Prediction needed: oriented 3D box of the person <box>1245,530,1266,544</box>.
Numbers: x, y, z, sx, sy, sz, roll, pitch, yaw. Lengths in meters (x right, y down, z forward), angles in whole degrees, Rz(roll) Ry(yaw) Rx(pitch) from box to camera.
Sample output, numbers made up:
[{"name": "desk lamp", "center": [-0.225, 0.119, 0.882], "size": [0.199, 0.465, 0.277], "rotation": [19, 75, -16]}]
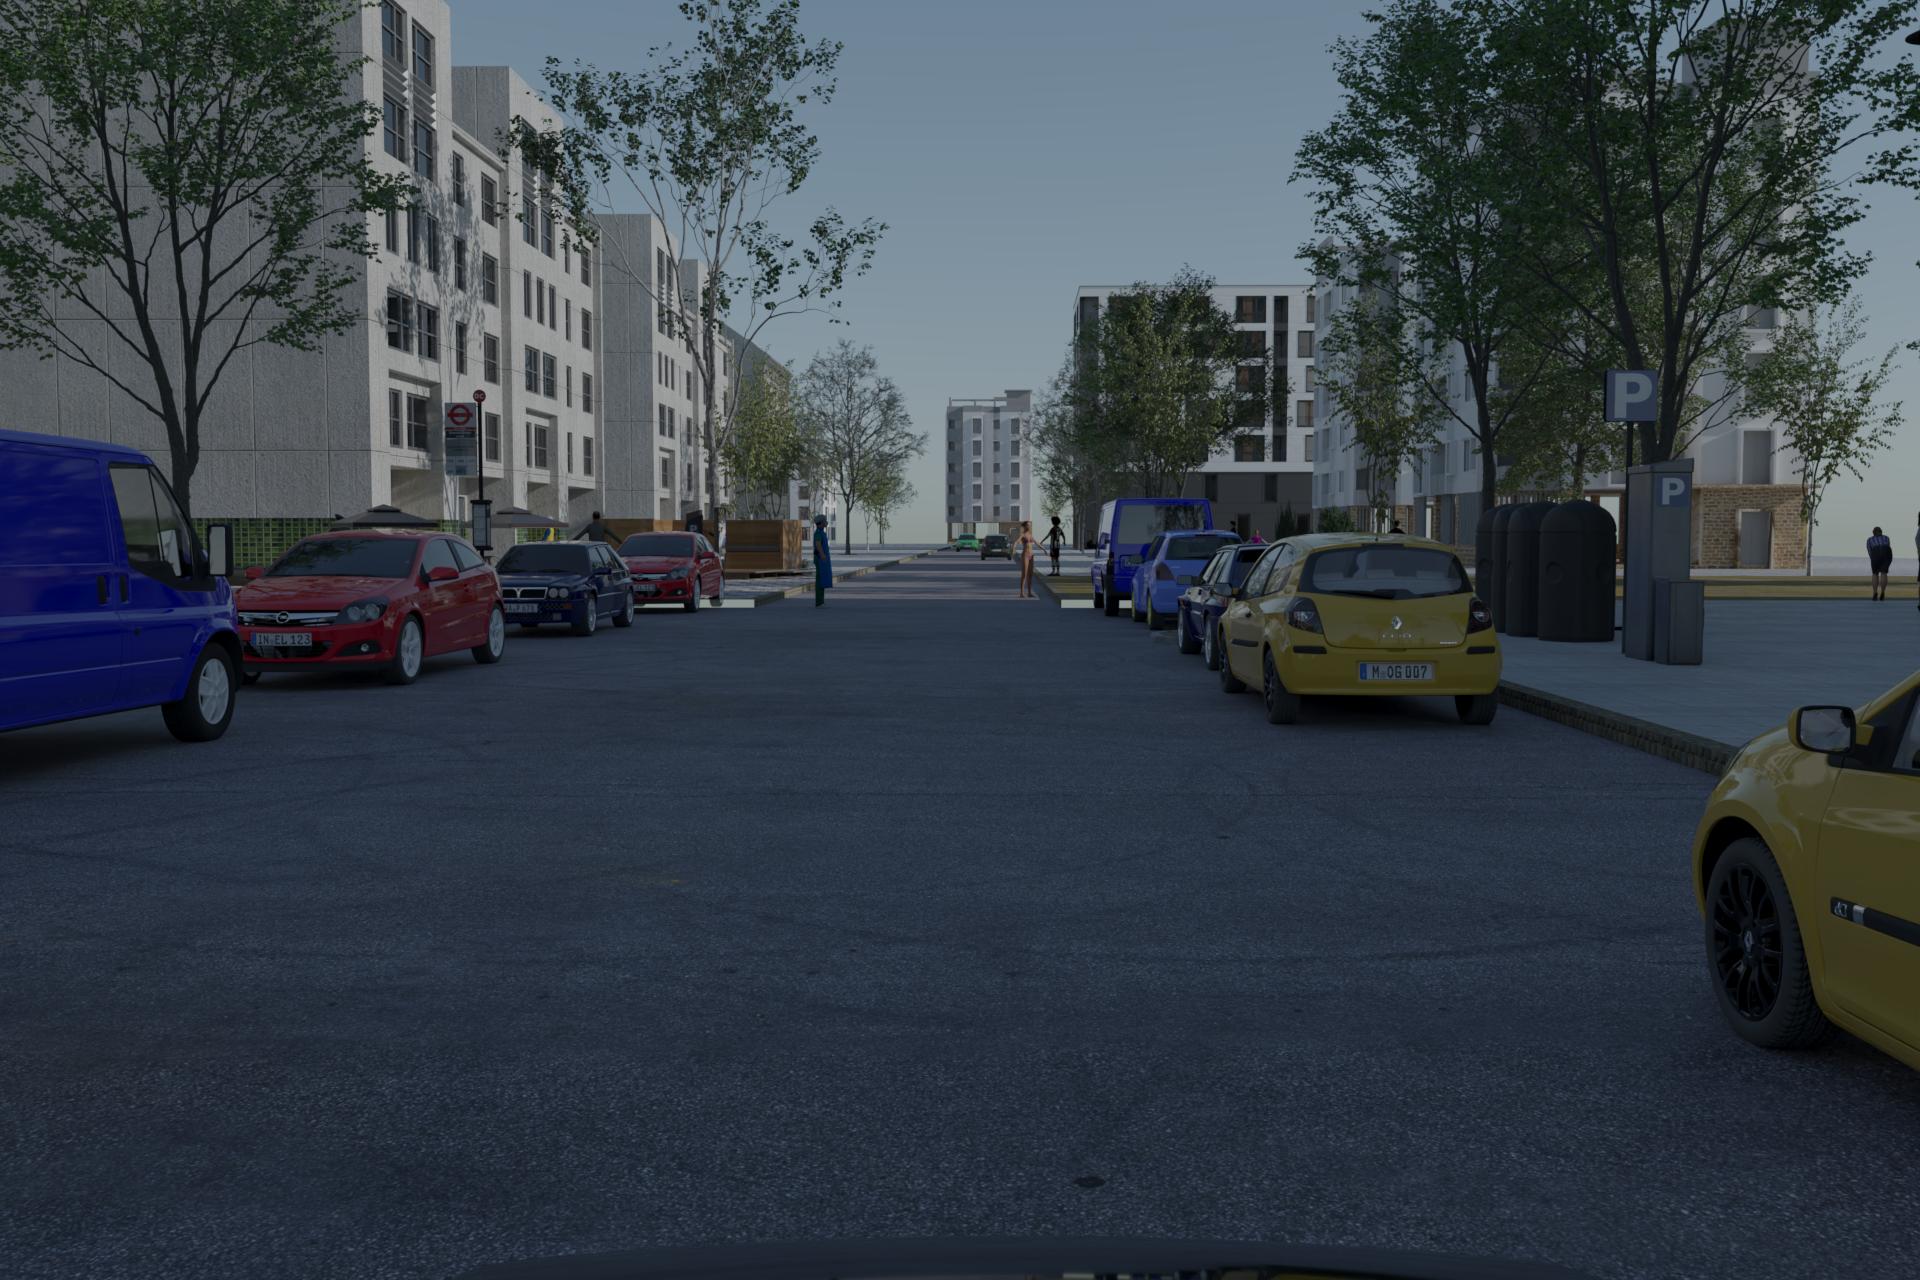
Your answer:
[{"name": "person", "center": [10.329, -3.130, 60.445], "size": [0.991, 1.433, 0.599], "rotation": [0, 4, 3]}]

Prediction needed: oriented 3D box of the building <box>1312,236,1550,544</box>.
[{"name": "building", "center": [27.967, -15.565, 110.915], "size": [16.016, 20.090, 11.380], "rotation": [0, 4, 1]}]

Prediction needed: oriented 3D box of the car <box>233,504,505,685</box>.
[{"name": "car", "center": [-6.061, -0.535, 17.789], "size": [2.155, 1.783, 4.494], "rotation": [0, 4, 2]}]

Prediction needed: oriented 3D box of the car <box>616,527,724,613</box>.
[{"name": "car", "center": [-5.636, -1.459, 32.896], "size": [2.155, 1.783, 4.494], "rotation": [0, 4, 1]}]

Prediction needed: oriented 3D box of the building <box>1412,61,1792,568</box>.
[{"name": "building", "center": [25.405, -13.425, 75.914], "size": [16.016, 20.090, 11.380], "rotation": [0, 4, 2]}]

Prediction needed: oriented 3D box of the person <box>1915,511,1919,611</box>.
[{"name": "person", "center": [16.104, -1.336, 28.668], "size": [1.217, 1.735, 0.721], "rotation": [-3, 5, -40]}]

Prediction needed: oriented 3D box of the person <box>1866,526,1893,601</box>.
[{"name": "person", "center": [17.654, -1.468, 33.281], "size": [0.421, 1.427, 0.697], "rotation": [1, 4, 17]}]

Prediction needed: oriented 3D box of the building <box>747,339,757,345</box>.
[{"name": "building", "center": [-25.282, -19.121, 169.050], "size": [16.016, 20.090, 11.380], "rotation": [0, 4, 1]}]

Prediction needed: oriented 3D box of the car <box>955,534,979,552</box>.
[{"name": "car", "center": [0.604, -7.969, 139.082], "size": [1.959, 1.807, 4.718], "rotation": [0, 4, 2]}]

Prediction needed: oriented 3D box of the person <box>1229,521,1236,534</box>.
[{"name": "person", "center": [10.776, -3.825, 68.725], "size": [0.705, 1.806, 1.347], "rotation": [0, 4, 7]}]

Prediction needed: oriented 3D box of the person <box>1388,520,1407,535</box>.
[{"name": "person", "center": [14.549, -3.111, 57.587], "size": [1.216, 1.740, 0.721], "rotation": [3, 4, 37]}]

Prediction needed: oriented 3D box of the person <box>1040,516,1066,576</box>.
[{"name": "person", "center": [2.879, -2.858, 52.874], "size": [0.704, 1.843, 1.345], "rotation": [3, 4, 38]}]

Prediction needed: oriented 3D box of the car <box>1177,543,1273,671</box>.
[{"name": "car", "center": [3.471, -0.424, 19.521], "size": [1.945, 1.354, 3.894], "rotation": [0, 4, 1]}]

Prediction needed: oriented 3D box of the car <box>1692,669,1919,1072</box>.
[{"name": "car", "center": [3.035, 0.401, 3.676], "size": [2.015, 1.641, 3.980], "rotation": [0, 4, 0]}]

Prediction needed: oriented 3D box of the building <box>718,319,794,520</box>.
[{"name": "building", "center": [-25.690, -19.896, 156.234], "size": [19.493, 23.208, 18.063], "rotation": [0, 4, 1]}]

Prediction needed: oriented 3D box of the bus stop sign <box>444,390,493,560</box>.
[{"name": "bus stop sign", "center": [-9.083, -2.652, 32.056], "size": [0.855, 3.939, 0.416], "rotation": [0, 4, 0]}]

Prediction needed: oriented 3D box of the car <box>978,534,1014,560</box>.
[{"name": "car", "center": [2.003, -5.247, 95.571], "size": [2.009, 1.686, 4.222], "rotation": [0, 4, 1]}]

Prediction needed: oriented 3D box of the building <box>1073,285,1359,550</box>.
[{"name": "building", "center": [24.216, -19.244, 158.611], "size": [27.936, 21.610, 32.646], "rotation": [0, 4, 2]}]

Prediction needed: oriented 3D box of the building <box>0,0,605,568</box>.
[{"name": "building", "center": [-25.363, -12.200, 65.935], "size": [16.747, 18.905, 31.486], "rotation": [0, 4, 1]}]

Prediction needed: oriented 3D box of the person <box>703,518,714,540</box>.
[{"name": "person", "center": [-6.517, -2.278, 43.386], "size": [1.346, 1.812, 0.704], "rotation": [-1, 4, -18]}]

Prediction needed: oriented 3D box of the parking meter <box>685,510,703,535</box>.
[{"name": "parking meter", "center": [-6.378, -2.190, 41.524], "size": [0.399, 1.863, 0.255], "rotation": [0, 4, 2]}]

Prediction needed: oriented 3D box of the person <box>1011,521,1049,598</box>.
[{"name": "person", "center": [1.561, -1.817, 38.972], "size": [1.217, 1.733, 0.721], "rotation": [-3, 5, -44]}]

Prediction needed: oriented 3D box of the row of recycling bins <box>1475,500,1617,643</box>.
[{"name": "row of recycling bins", "center": [7.397, -0.920, 22.147], "size": [1.069, 1.692, 3.534], "rotation": [0, 4, 1]}]

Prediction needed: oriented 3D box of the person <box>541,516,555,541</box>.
[{"name": "person", "center": [-11.194, -2.466, 46.784], "size": [0.721, 1.772, 1.216], "rotation": [0, 4, 1]}]

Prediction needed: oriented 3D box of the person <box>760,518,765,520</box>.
[{"name": "person", "center": [-7.000, -3.390, 61.289], "size": [1.347, 1.847, 0.705], "rotation": [2, 4, 32]}]

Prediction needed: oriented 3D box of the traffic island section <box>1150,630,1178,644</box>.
[{"name": "traffic island section", "center": [3.583, -0.027, 23.314], "size": [1.991, 0.108, 1.994], "rotation": [0, 4, 1]}]

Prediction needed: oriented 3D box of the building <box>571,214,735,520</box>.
[{"name": "building", "center": [-25.183, -15.005, 111.781], "size": [16.747, 18.905, 31.486], "rotation": [0, 4, 1]}]

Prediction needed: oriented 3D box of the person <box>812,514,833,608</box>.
[{"name": "person", "center": [-2.658, -1.526, 33.538], "size": [0.704, 1.817, 1.347], "rotation": [0, 4, -1]}]

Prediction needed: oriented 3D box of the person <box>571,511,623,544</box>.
[{"name": "person", "center": [-8.192, -2.005, 39.056], "size": [1.348, 1.796, 0.705], "rotation": [-1, 4, -13]}]

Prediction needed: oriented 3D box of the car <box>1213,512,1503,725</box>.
[{"name": "car", "center": [3.190, -0.259, 14.451], "size": [2.015, 1.641, 3.980], "rotation": [0, 4, 1]}]

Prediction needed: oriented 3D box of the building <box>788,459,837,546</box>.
[{"name": "building", "center": [-18.812, -15.902, 202.146], "size": [9.099, 9.664, 28.070], "rotation": [0, 4, 2]}]

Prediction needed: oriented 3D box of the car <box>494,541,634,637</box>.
[{"name": "car", "center": [-5.968, -0.787, 25.450], "size": [1.945, 1.354, 3.894], "rotation": [0, 4, 1]}]

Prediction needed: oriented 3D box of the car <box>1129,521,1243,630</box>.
[{"name": "car", "center": [3.645, -1.071, 27.102], "size": [1.945, 1.707, 3.694], "rotation": [0, 4, 0]}]

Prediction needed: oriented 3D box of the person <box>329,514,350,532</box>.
[{"name": "person", "center": [-17.195, -2.571, 47.966], "size": [0.705, 1.837, 1.347], "rotation": [3, 4, 37]}]
